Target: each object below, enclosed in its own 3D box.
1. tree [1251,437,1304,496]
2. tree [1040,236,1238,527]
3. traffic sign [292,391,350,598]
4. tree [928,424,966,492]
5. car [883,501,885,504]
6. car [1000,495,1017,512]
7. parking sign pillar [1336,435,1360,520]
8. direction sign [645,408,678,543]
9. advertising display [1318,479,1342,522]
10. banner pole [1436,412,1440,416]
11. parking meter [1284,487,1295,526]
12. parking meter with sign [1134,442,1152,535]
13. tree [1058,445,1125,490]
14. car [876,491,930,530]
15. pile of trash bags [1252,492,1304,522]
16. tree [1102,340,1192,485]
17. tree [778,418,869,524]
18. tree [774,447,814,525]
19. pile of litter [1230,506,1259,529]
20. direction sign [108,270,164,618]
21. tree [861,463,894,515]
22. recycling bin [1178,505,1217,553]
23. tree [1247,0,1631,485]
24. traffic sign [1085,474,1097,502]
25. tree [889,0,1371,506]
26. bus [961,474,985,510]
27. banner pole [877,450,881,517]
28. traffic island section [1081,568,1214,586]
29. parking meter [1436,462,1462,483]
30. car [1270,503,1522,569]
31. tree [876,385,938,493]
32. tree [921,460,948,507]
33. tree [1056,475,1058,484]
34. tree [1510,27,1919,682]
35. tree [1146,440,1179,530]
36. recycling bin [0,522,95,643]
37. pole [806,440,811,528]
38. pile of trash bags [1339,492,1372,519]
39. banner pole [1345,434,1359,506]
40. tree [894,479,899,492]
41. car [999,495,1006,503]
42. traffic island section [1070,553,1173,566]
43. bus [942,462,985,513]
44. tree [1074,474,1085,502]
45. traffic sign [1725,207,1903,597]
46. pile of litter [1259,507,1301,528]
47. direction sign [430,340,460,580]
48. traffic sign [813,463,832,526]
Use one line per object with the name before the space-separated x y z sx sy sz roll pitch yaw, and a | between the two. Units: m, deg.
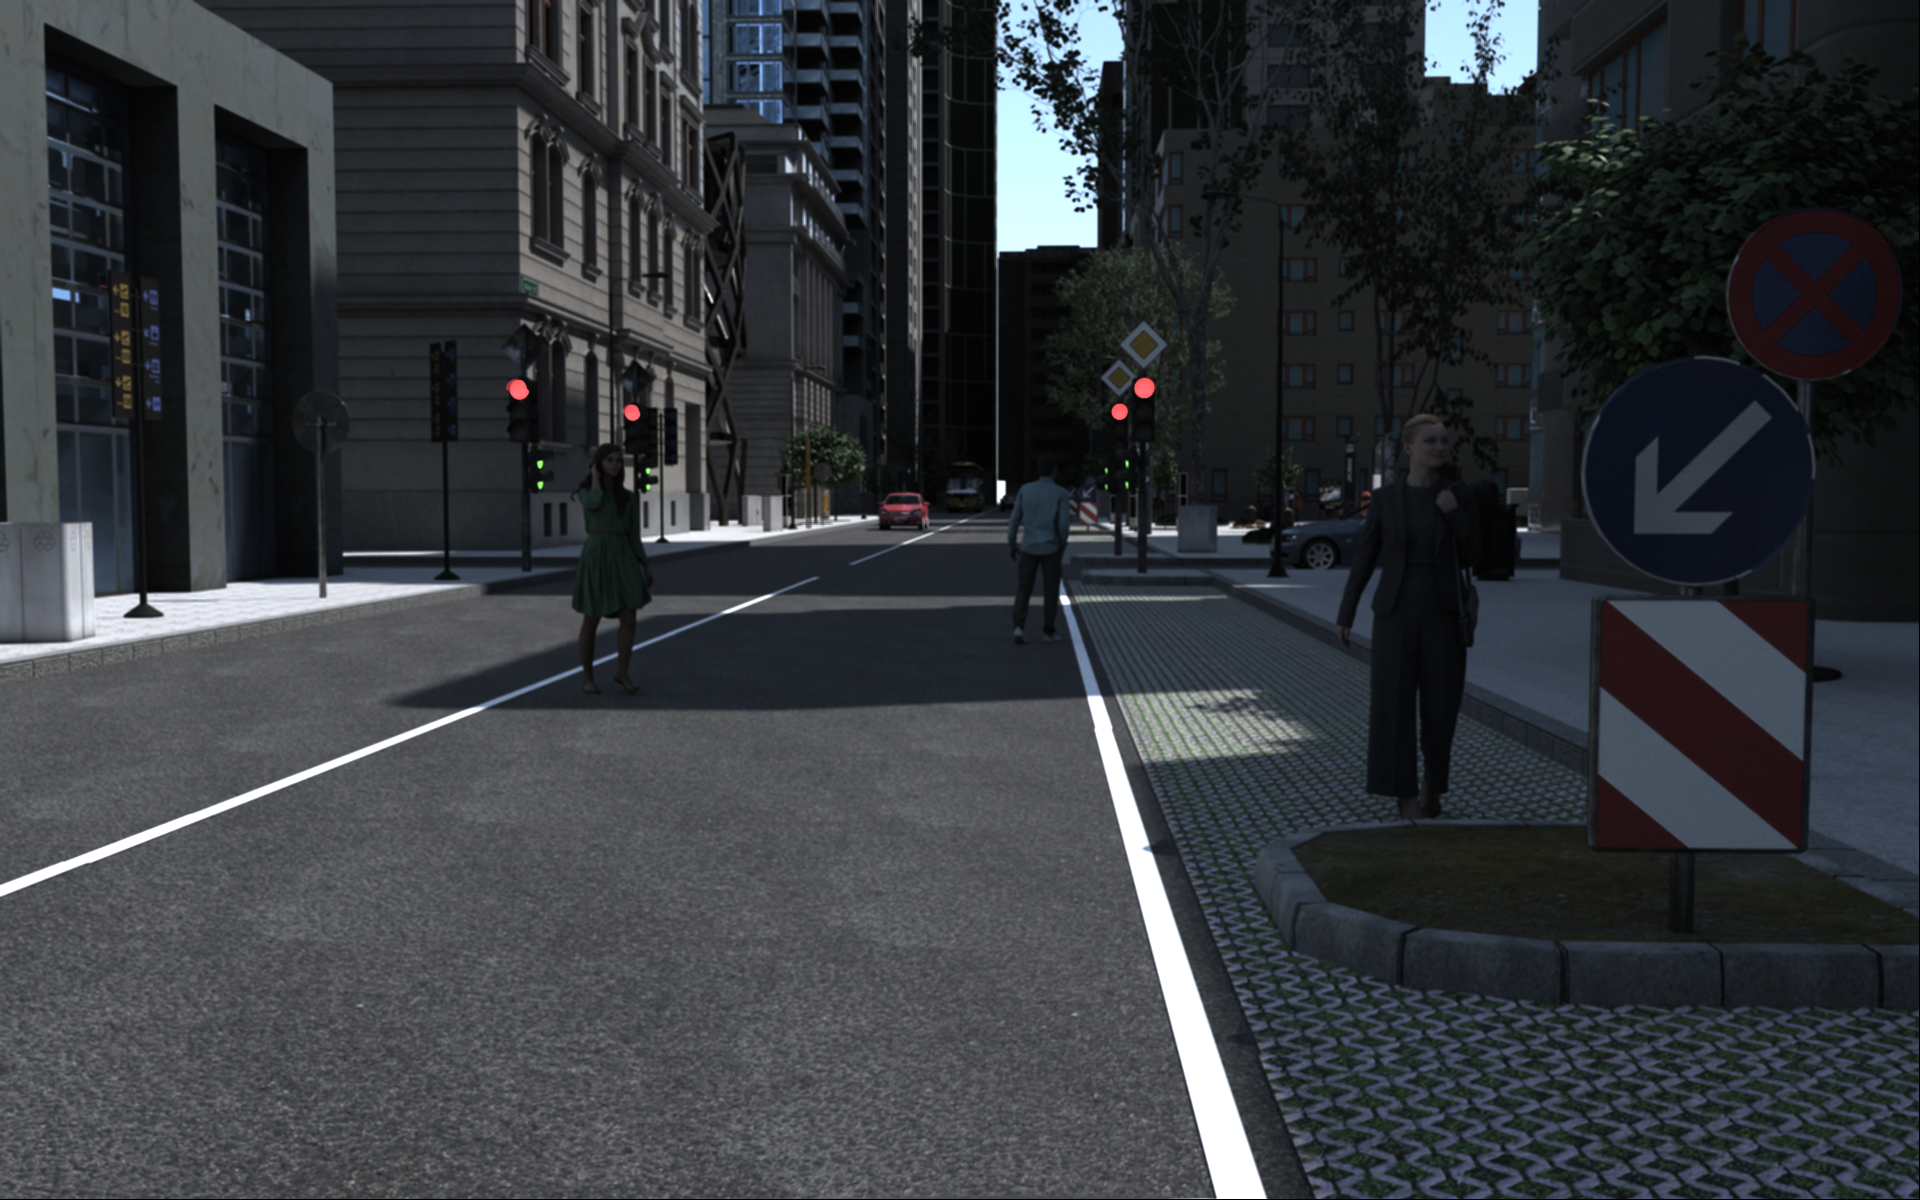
tree | 10.693 -3.941 59.044 1.663 3.219 1.824 0 3 0
tree | 6.915 -8.745 68.734 9.928 11.665 9.643 0 3 0
traffic sign | -7.877 -1.299 21.342 0.768 2.556 0.104 1 4 9
tree | -1.260 -14.094 180.797 4.737 8.622 4.395 0 3 0
car | -2.582 -4.329 80.367 1.945 1.707 3.694 0 4 2
car | 4.179 -7.786 139.888 1.945 1.354 3.894 0 4 4
parking sign pillar | 18.045 -5.579 79.682 1.447 3.967 1.447 2 4 25
direction sign | -7.850 -3.275 45.551 0.876 3.537 0.379 -2 4 -26
advertising display | 16.121 -4.297 75.465 0.974 1.923 0.123 1 4 18
banner pole | 14.289 -3.819 52.460 0.863 3.779 0.401 -2 4 -34
parking meter | 11.702 -3.249 61.527 0.372 1.533 0.369 0 3 0
parking meter with sign | 5.892 -3.622 55.487 0.543 3.016 1.738 0 4 1
tree | 9.663 -8.134 116.703 4.285 4.588 4.351 0 3 0
car | -2.264 -3.734 70.084 2.155 1.783 4.494 0 4 2
pile of trash bags | 15.012 -4.353 80.928 1.912 1.369 3.447 3 5 42
tree | 8.626 -7.882 79.231 4.737 8.622 4.395 0 3 0
tree | -6.142 -5.559 74.605 4.285 4.588 4.351 0 3 0
tree | -7.032 -4.671 70.975 1.663 3.219 1.824 0 3 0
pile of litter | 10.926 -3.098 64.614 1.719 0.858 1.176 1 4 10
direction sign | -8.530 -1.590 17.994 0.379 3.537 0.876 0 4 6
tree | -5.336 -6.854 106.660 1.663 3.219 1.824 0 3 0
recycling bin | 5.238 -1.568 38.190 0.722 1.027 0.722 2 4 23
tree | 5.501 -4.328 21.130 4.360 8.622 3.978 0 3 0
traffic sign | 8.345 -6.743 110.359 0.768 2.556 0.104 1 4 9
tree | 5.058 -11.568 45.027 12.611 20.169 13.585 0 3 0
bus | 0.666 -10.000 155.042 2.896 3.916 12.252 0 4 4
banner pole | -4.636 -6.671 99.085 0.401 3.779 0.863 -1 4 -17
traffic island section | 2.991 -0.364 28.238 2.009 0.180 2.903 0 4 2
parking meter | 8.097 -1.419 28.919 0.399 1.863 0.255 2 4 32
car | 7.993 -1.221 31.968 4.499 1.417 2.014 0 4 1
tree | -3.567 -10.235 117.705 4.360 8.622 3.978 0 3 0
tree | -2.075 -11.244 167.547 4.285 4.588 4.351 0 3 0
tree | 11.753 -12.091 181.403 4.285 4.588 4.351 0 3 0
tree | 5.621 -1.753 12.380 4.285 4.588 4.351 0 3 0
tree | 7.456 -4.145 62.372 1.663 3.219 1.824 0 3 0
recycling bin | -8.103 -0.163 15.223 0.722 1.027 0.722 -1 4 -9
pole | -5.706 -4.361 65.148 0.158 3.312 0.155 0 3 0
pile of trash bags | 15.558 -3.480 66.658 1.912 1.369 3.447 1 4 14
banner pole | 16.331 -5.016 72.026 0.401 3.779 0.863 -3 5 -41
tree | -4.707 -7.257 113.253 1.663 3.219 1.824 0 3 0
car | 4.743 -9.244 163.498 2.083 1.381 4.827 0 4 1
traffic island section | 3.329 -0.852 36.216 2.009 0.180 2.903 0 4 2
bus | 0.440 -8.824 135.818 2.896 3.916 12.252 0 4 3
tree | 10.334 -9.308 146.780 1.663 3.219 1.824 0 3 0
traffic sign | 3.800 -0.471 7.800 0.768 2.556 0.104 0 4 3
pile of litter | 10.797 -2.600 56.474 1.719 0.858 1.176 0 4 -1
direction sign | -7.695 -2.073 25.886 0.379 3.537 0.876 -3 5 -40
traffic sign | -5.586 -4.292 70.275 0.768 2.556 0.104 1 4 10
